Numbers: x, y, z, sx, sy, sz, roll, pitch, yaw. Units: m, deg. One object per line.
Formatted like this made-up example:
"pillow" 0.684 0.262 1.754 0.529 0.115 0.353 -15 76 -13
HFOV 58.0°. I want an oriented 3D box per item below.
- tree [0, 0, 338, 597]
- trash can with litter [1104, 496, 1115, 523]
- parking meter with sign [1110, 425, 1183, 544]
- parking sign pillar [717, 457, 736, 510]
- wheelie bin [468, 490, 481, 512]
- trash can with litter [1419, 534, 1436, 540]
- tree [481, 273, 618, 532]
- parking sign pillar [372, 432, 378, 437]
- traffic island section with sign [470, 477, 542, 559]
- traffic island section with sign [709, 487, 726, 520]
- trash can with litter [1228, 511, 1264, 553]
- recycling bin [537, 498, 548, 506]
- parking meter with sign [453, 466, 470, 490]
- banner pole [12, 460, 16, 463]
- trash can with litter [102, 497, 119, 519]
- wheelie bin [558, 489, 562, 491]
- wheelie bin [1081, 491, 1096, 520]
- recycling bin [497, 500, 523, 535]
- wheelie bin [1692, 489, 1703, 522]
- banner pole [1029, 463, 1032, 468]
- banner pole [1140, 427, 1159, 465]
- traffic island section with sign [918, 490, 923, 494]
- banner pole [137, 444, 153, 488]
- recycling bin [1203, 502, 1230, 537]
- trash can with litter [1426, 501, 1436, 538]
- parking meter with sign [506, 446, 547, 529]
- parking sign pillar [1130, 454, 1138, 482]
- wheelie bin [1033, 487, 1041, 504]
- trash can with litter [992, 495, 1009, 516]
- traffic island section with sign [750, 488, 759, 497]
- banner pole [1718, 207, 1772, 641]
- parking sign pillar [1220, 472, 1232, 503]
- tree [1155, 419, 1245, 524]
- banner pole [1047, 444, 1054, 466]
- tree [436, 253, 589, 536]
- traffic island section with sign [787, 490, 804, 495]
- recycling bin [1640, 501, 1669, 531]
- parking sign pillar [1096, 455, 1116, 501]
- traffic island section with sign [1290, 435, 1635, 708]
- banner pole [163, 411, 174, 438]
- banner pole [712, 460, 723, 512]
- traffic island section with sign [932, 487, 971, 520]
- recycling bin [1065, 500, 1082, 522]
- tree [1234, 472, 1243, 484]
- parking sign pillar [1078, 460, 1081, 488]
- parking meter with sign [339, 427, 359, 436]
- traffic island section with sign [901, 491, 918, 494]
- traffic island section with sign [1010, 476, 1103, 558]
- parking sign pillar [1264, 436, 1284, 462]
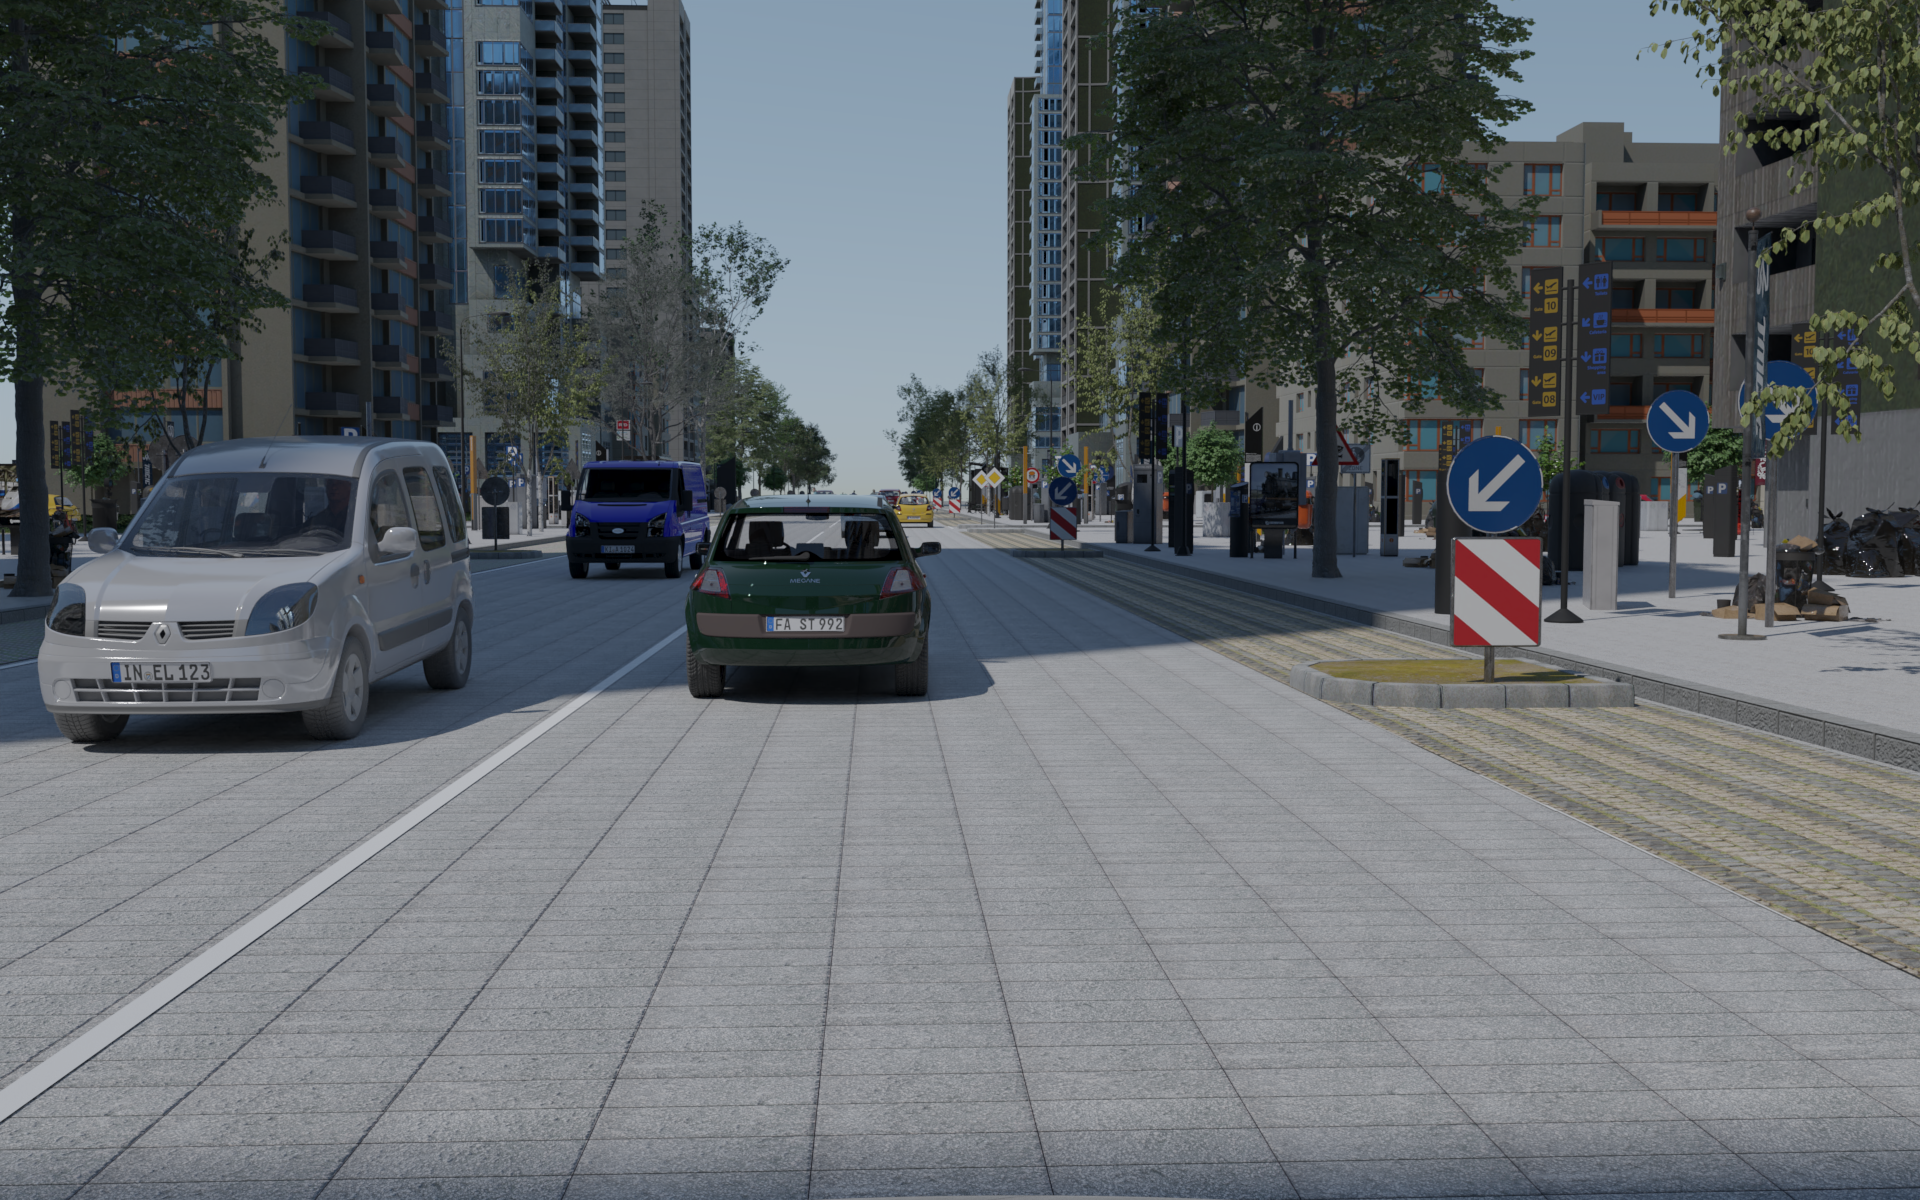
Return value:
"tree" -11.901 -6.339 21.763 7.486 12.596 7.792 0 3 0
"trash can with litter" 7.257 -4.039 77.092 2.233 1.210 1.678 -3 5 -41
"parking meter with sign" 4.841 -2.954 44.564 1.738 3.016 0.543 2 4 33
"parking sign pillar" -16.652 -8.264 123.581 1.447 3.967 1.447 0 4 0
"wheelie bin" -25.977 -5.190 92.770 0.693 1.594 0.980 -2 4 -32
"trash can with litter" 13.803 -2.271 48.185 1.678 1.210 2.233 -2 4 -31
"tree" -13.949 -6.606 58.370 4.737 8.622 4.395 0 3 0
"parking sign pillar" -25.163 -5.343 75.831 1.447 3.967 1.447 1 4 18
"traffic island section with sign" -10.420 -1.836 38.642 1.989 1.847 2.006 0 4 -3
"traffic island section with sign" -13.089 -5.273 94.840 1.989 1.847 2.006 0 4 -3
"trash can with litter" 6.429 -1.618 37.848 1.055 1.170 0.624 -1 4 -22
"recycling bin" -26.734 -5.982 110.362 0.722 1.027 0.722 1 4 16
"parking meter with sign" -31.219 -6.800 107.434 1.738 3.016 0.543 2 4 30
"banner pole" -60.320 -7.398 110.982 0.401 3.779 0.863 2 4 31
"trash can with litter" -29.998 -3.076 61.683 1.055 1.170 0.624 -1 4 -10
"wheelie bin" -23.408 -5.686 100.878 0.693 1.594 0.980 1 4 19
"wheelie bin" 6.450 -4.818 86.688 0.693 1.594 0.980 1 4 11
"recycling bin" -14.288 -2.590 54.898 0.722 1.027 0.722 0 4 -6
"wheelie bin" 34.068 -4.386 79.627 0.693 1.594 0.980 3 4 36
"banner pole" 5.707 -9.190 140.268 0.401 3.779 0.863 2 4 25
"banner pole" 6.236 -4.068 56.532 0.863 3.779 0.401 -1 4 -21
"traffic island section with sign" -1.748 -6.921 121.781 1.989 1.847 2.006 0 4 -3
"banner pole" -40.776 -5.905 86.560 0.863 3.779 0.401 -2 4 -31
"recycling bin" 7.786 -2.418 52.084 0.722 1.027 0.722 -3 5 -45
"trash can with litter" 14.249 -2.447 51.402 0.624 1.170 1.055 3 4 36
"parking meter with sign" -15.909 -4.126 63.722 0.543 3.016 1.738 1 4 23
"parking sign pillar" 11.880 -7.812 116.195 1.447 3.967 1.447 -1 4 -17
"wheelie bin" 3.800 -4.393 79.727 0.980 1.594 0.693 -1 4 -22
"trash can with litter" 3.120 -5.643 103.312 2.233 1.210 1.678 1 4 14
"traffic island section with sign" -14.384 -6.920 121.764 1.989 1.847 2.006 0 4 -3
"banner pole" 6.886 -1.529 15.013 0.401 3.779 0.863 1 4 12
"parking sign pillar" 13.304 -6.002 86.612 1.447 3.967 1.447 0 4 -1
"tree" 10.979 -5.576 74.889 4.285 4.588 4.351 0 3 0
"banner pole" 4.499 -5.861 85.851 0.401 3.779 0.863 2 4 31
"tree" -13.329 -6.247 52.502 4.360 8.622 3.978 0 3 0
"traffic island section with sign" -16.769 -9.987 171.908 1.989 1.847 2.006 0 4 -3
"recycling bin" 24.087 -2.907 60.081 0.722 1.027 0.722 0 4 3
"parking sign pillar" 9.788 -7.825 116.407 1.447 3.967 1.447 -2 4 -24
"traffic island section with sign" 3.465 -0.234 12.451 1.989 1.847 2.006 0 4 -3
"banner pole" -23.792 -3.798 52.121 0.401 3.779 0.863 0 4 1
"banner pole" -17.803 -8.398 127.322 0.863 3.779 0.401 0 4 -4
"traffic island section with sign" -0.442 -5.241 94.320 1.989 1.847 2.006 0 4 -3
"recycling bin" 5.387 -4.323 83.243 0.722 1.027 0.722 2 4 23
"tree" 17.636 -7.189 112.142 1.663 3.219 1.824 0 3 0
"parking sign pillar" 8.983 -8.986 135.389 1.447 3.967 1.447 2 4 29
"parking meter with sign" -16.559 -3.022 45.667 1.738 3.016 0.543 3 4 37
"traffic island section with sign" -5.438 -11.651 199.127 1.989 1.847 2.006 0 4 -3
"traffic island section with sign" 2.169 -1.897 39.643 1.989 1.847 2.006 0 4 -3
"parking sign pillar" 14.409 -5.576 79.632 1.447 3.967 1.447 2 4 33
